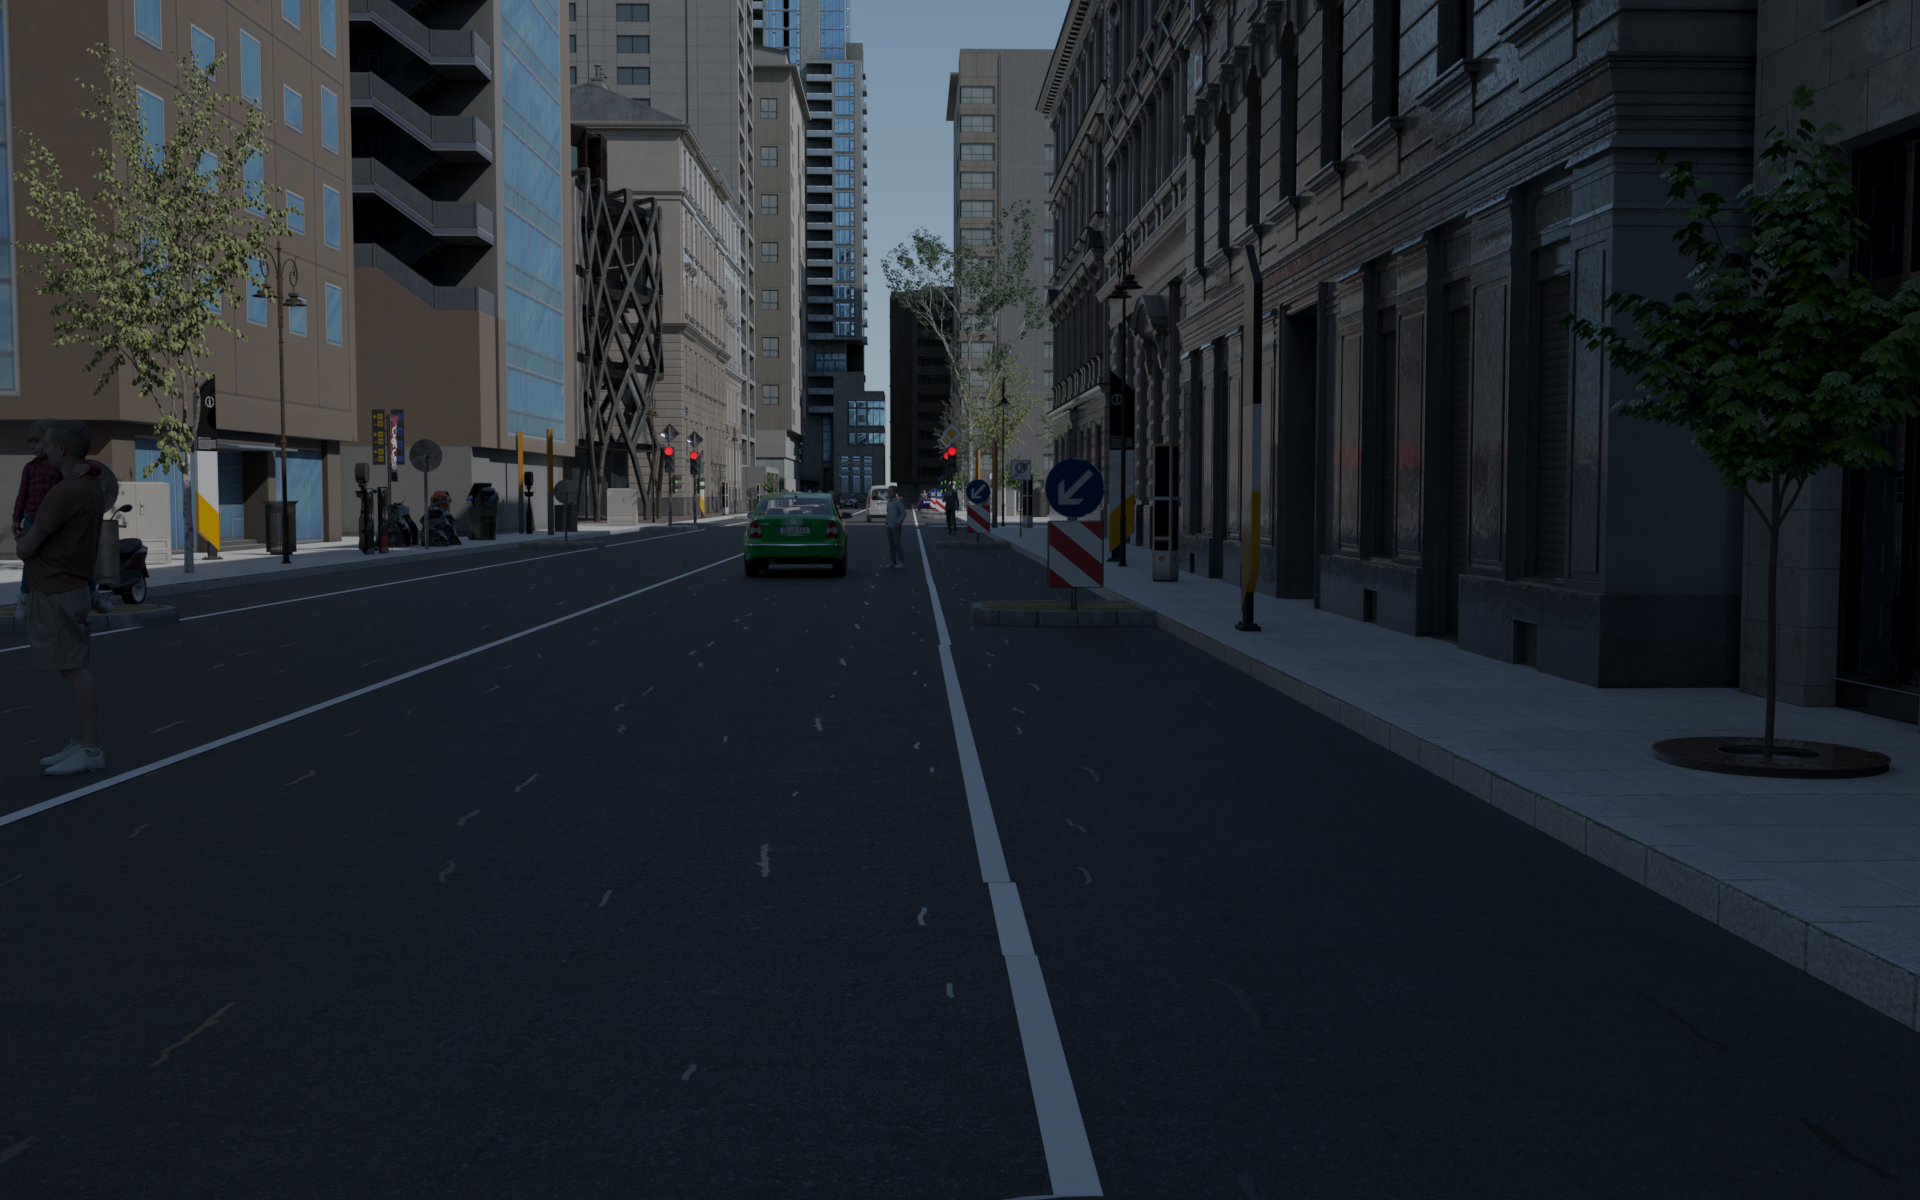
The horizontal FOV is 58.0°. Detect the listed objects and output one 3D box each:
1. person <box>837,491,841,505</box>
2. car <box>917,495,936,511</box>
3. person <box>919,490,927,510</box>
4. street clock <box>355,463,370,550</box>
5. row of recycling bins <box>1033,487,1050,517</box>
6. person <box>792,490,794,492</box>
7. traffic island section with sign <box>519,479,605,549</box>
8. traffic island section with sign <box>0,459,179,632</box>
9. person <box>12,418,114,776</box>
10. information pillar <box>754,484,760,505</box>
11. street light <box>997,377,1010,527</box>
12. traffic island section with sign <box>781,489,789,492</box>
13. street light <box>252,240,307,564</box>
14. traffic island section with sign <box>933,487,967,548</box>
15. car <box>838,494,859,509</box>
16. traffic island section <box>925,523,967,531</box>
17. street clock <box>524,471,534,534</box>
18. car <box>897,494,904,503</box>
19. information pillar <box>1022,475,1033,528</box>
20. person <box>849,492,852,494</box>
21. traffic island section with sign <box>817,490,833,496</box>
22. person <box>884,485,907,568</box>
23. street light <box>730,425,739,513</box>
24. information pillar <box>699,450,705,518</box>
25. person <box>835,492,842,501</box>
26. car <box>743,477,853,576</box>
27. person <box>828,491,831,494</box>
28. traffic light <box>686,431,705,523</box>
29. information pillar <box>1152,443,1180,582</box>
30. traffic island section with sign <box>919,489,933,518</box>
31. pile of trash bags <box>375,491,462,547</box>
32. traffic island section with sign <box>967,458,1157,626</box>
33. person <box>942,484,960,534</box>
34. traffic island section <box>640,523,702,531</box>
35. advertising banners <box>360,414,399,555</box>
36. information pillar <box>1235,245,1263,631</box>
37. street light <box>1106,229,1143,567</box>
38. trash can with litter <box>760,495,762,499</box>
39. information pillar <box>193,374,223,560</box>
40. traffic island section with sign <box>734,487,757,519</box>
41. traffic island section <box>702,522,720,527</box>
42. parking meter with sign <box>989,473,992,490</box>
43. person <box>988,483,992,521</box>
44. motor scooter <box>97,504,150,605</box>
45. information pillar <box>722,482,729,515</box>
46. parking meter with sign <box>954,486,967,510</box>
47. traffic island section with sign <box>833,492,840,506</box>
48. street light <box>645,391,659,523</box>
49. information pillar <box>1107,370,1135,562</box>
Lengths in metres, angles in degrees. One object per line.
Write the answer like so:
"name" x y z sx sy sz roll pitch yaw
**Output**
"person" -14.915 -12.530 213.807 0.568 1.767 0.683 1 4 21
"car" -2.678 -8.122 145.381 1.945 1.354 3.894 0 4 -1
"person" -3.260 -8.787 152.521 0.716 1.782 0.532 0 4 3
"street clock" -13.739 -2.158 39.848 0.358 2.002 0.471 0 4 -6
"row of recycling bins" 5.756 -5.445 96.141 3.534 1.692 1.069 -1 4 -15
"person" -17.450 -10.597 180.025 0.721 1.735 1.217 -1 4 -9
"traffic island section with sign" -10.559 -2.299 46.216 1.989 1.847 2.006 0 4 -2
"traffic island section with sign" -9.765 -0.632 18.956 1.989 1.847 2.006 0 4 -2
"person" -4.674 -0.035 9.042 0.580 1.828 0.573 2 4 25
"information pillar" -15.296 -7.712 130.577 0.304 2.012 0.304 -2 4 -27
"street light" 1.702 -5.843 68.322 0.468 5.910 1.993 0 4 -2
"traffic island section with sign" -12.958 -7.349 128.785 1.989 1.847 2.006 0 4 -2
"street light" -12.440 -3.609 31.801 0.468 5.910 1.993 0 4 -2
"traffic island section with sign" 0.356 -2.330 46.724 1.989 1.847 2.006 0 4 -2
"car" -10.811 -9.674 167.961 2.009 1.686 4.222 0 4 -3
"traffic island section" -0.304 -2.870 69.204 2.009 0.180 2.903 0 4 -2
"street clock" -13.785 -3.109 55.400 0.358 2.002 0.471 0 4 -4
"car" -6.276 -9.384 163.210 2.009 1.686 4.222 0 3 0
"information pillar" 2.582 -3.768 66.093 0.304 2.012 0.304 -3 5 -42
"person" -14.377 -13.391 227.883 0.683 1.767 0.568 2 4 29
"traffic island section with sign" -14.402 -10.395 178.591 1.989 1.847 2.006 0 4 -2
"person" -1.286 -1.425 33.609 0.330 1.601 0.589 -2 4 -31
"street light" -15.026 -8.735 115.598 0.468 5.910 1.993 0 4 -2
"information pillar" -13.669 -6.129 91.572 0.183 3.616 0.504 1 4 18
"person" -15.317 -12.813 218.541 0.990 1.755 0.434 -1 4 -11
"car" -2.942 -1.393 31.576 1.959 1.807 4.718 0 4 -3
"person" -15.395 -11.848 202.086 0.599 1.838 0.709 1 4 15
"traffic light" -11.732 -5.371 76.732 0.839 4.253 0.868 0 4 -2
"information pillar" 3.013 -1.274 25.324 0.304 2.012 0.304 2 4 31
"traffic island section with sign" -1.272 -5.748 102.612 1.989 1.847 2.006 0 4 -2
"pile of trash bags" -13.426 -2.063 43.481 1.912 1.369 3.447 0 4 -1
"traffic island section with sign" 1.132 -0.682 19.780 1.989 1.847 2.006 0 4 -2
"person" -0.358 -3.299 62.611 0.661 1.801 0.590 1 4 15
"traffic island section" -11.541 -2.850 68.883 2.009 0.180 2.903 0 4 -2
"advertising banners" -12.500 -2.523 37.437 0.090 3.025 2.074 0 4 4
"information pillar" 2.717 -1.516 16.140 0.183 3.616 0.504 0 4 -2
"street light" 2.881 -3.529 30.490 0.468 5.910 1.993 0 4 -2
"trash can with litter" -16.757 -8.367 148.180 0.624 1.170 1.055 -3 5 -41
"information pillar" -14.599 -2.582 33.567 0.183 3.616 0.504 2 4 25
"traffic island section with sign" -12.158 -5.678 101.468 1.989 1.847 2.006 0 4 -2
"traffic island section" -11.773 -3.338 76.865 2.009 0.180 2.903 0 4 -2
"parking meter with sign" 2.501 -9.070 144.551 0.543 3.016 1.738 -1 4 -10
"person" 1.470 -4.689 82.905 0.583 1.804 0.606 2 4 24
"motor scooter" -10.598 -0.535 21.527 0.815 1.314 1.986 0 3 0
"information pillar" -14.283 -6.168 105.336 0.304 2.012 0.304 2 4 34
"parking meter with sign" -0.094 -8.483 134.957 1.738 3.016 0.543 -3 5 -44
"traffic island section with sign" -15.189 -12.043 205.535 1.989 1.847 2.006 0 4 -2
"street light" -13.807 -6.427 77.867 0.468 5.910 1.993 0 4 -2
"information pillar" 3.043 -2.526 32.663 0.504 3.616 0.183 1 4 18
